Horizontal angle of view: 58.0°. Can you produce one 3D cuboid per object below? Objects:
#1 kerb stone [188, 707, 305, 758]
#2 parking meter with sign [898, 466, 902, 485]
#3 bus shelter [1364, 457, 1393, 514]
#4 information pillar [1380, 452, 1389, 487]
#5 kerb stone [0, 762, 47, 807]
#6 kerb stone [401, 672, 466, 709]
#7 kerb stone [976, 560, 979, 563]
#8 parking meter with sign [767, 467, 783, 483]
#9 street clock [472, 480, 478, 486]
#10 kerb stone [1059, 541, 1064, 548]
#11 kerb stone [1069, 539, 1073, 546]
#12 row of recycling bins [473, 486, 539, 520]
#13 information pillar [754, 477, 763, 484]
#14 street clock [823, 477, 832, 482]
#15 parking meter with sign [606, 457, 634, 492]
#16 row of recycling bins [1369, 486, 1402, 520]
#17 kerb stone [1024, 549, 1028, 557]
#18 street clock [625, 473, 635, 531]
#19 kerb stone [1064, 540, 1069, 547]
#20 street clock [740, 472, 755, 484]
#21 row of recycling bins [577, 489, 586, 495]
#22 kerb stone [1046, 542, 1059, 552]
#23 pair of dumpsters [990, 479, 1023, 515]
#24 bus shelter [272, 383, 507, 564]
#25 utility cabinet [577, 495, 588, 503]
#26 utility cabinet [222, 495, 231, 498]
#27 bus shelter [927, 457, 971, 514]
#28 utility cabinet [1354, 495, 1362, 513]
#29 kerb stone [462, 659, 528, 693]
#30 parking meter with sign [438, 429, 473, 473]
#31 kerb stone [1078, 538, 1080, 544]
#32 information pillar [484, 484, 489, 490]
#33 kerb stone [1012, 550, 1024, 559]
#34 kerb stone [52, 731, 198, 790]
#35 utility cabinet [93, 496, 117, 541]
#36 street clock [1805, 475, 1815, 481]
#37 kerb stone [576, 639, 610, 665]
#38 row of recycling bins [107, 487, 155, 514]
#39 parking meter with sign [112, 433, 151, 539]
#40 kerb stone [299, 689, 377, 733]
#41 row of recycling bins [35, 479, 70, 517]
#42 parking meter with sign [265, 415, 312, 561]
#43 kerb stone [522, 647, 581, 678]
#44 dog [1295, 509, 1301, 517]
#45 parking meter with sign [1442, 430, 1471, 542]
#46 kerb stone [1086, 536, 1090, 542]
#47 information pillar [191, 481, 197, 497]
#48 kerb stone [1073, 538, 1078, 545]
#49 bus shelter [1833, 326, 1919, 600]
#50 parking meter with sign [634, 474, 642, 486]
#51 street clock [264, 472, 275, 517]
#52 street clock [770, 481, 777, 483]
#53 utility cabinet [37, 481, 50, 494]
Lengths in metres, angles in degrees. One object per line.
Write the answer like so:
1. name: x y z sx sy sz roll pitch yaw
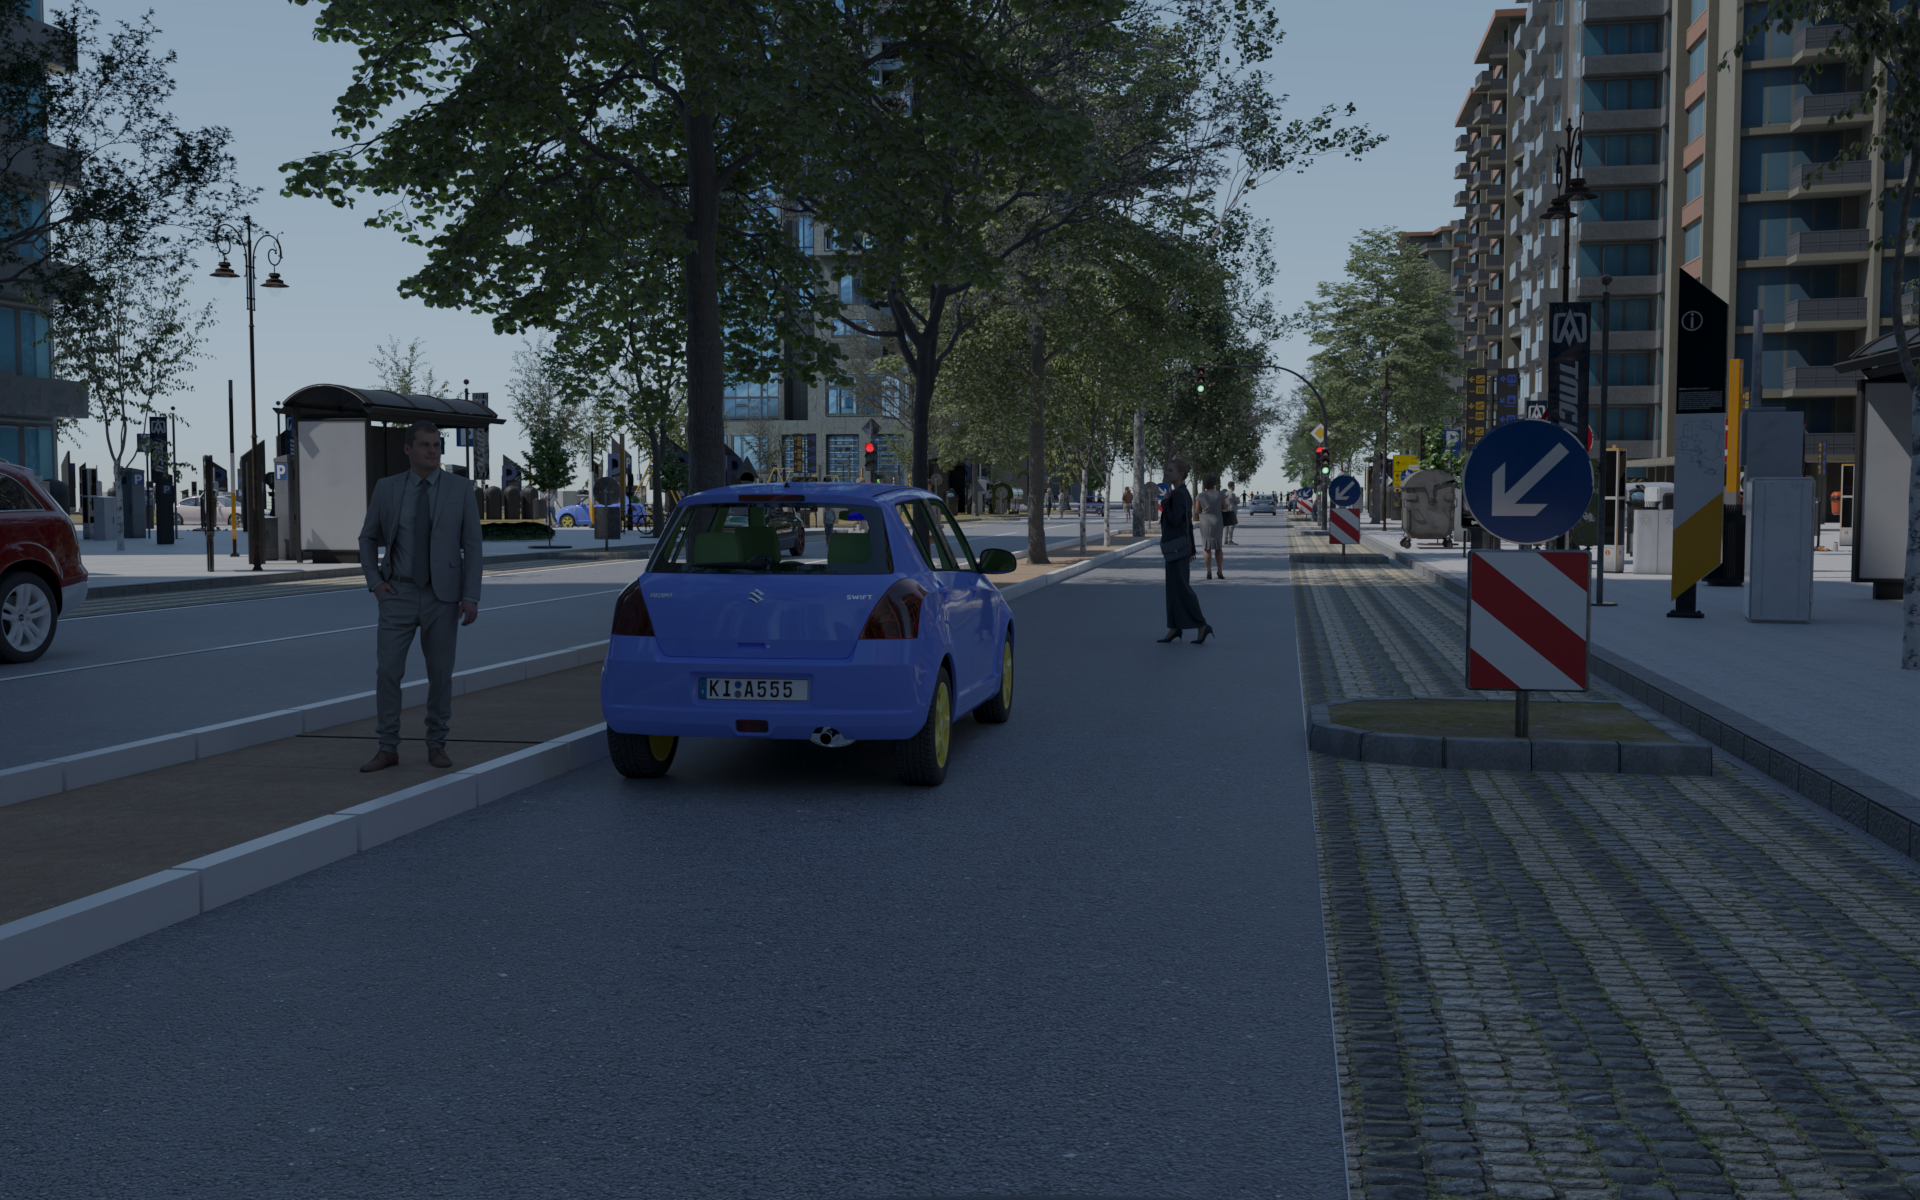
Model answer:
1. kerb stone: -4.060 0.759 9.816 0.120 0.150 1.000 1 4 11
2. parking meter with sign: -4.552 -6.849 108.246 1.738 3.016 0.543 1 4 12
3. bus shelter: 28.584 -7.778 118.460 1.731 3.624 6.357 1 4 11
4. information pillar: 23.181 -6.326 94.787 0.504 3.616 0.183 0 4 -2
5. kerb stone: -4.441 0.881 7.794 0.120 0.150 1.000 1 4 11
6. kerb stone: -3.682 0.633 11.839 0.120 0.150 1.000 1 4 11
7. kerb stone: 0.453 -0.724 34.055 0.120 0.150 1.000 1 4 11
8. parking meter with sign: -12.307 -7.178 113.614 0.543 3.016 1.738 -3 5 -42
9. street clock: -24.894 -5.149 88.760 0.358 2.002 0.471 0 4 5
10. kerb stone: 2.512 -1.402 45.133 0.120 0.150 1.000 1 4 11
11. kerb stone: 2.894 -1.526 47.148 0.120 0.150 1.000 1 4 11
12. row of recycling bins: -22.937 -4.886 86.994 3.534 1.692 1.069 -2 4 -26
13. information pillar: -8.534 -4.216 73.423 0.304 2.012 0.304 3 5 44
14. street clock: -5.558 -4.162 72.617 0.358 2.002 0.471 -2 4 -24
15. parking meter with sign: -16.393 -5.217 81.562 1.738 3.016 0.543 1 4 17
16. row of recycling bins: 22.546 -5.177 91.758 1.069 1.692 3.534 0 4 -1
17. kerb stone: 1.394 -1.033 39.089 0.120 0.150 1.000 1 4 11
18. street clock: -11.614 -3.447 60.927 0.358 2.002 0.471 -1 4 -21
19. kerb stone: 2.706 -1.464 46.137 0.120 0.150 1.000 1 4 11
20. street clock: -7.011 -3.215 57.129 0.471 2.002 0.358 0 4 -4
21. row of recycling bins: -33.137 -8.865 152.058 1.069 1.692 3.534 -1 4 -19
22. kerb stone: 2.334 -1.340 44.126 0.120 0.150 1.000 1 4 11
23. pair of dumpsters: 2.905 -6.493 108.646 1.574 2.255 4.437 1 4 10
24. bus shelter: -11.149 -2.478 34.443 2.014 3.302 5.546 1 4 10
25. utility cabinet: -25.153 -6.377 115.426 1.020 1.237 0.306 -1 4 -14
26. utility cabinet: -41.098 -5.304 97.882 0.306 1.237 1.020 3 5 43
27. bus shelter: -0.673 -7.258 109.949 1.731 3.624 6.357 1 4 10
28. utility cabinet: 26.195 -6.357 115.106 1.020 1.237 0.306 0 4 2
29. kerb stone: -3.498 0.576 12.845 0.120 0.150 1.000 1 4 11
30. parking meter with sign: -12.924 -2.956 44.599 0.543 3.016 1.738 -2 4 -33
31. kerb stone: 3.269 -1.649 49.165 0.120 0.150 1.000 1 4 11
32. information pillar: -35.314 -7.624 129.149 0.304 2.012 0.304 -2 4 -28
33. kerb stone: 1.212 -0.972 38.083 0.120 0.150 1.000 1 4 11
34. kerb stone: -4.254 0.821 8.812 0.120 0.150 1.000 1 4 11
35. utility cabinet: -23.747 -2.263 48.159 0.306 1.237 1.020 0 4 -8
36. street clock: 33.017 -3.846 67.460 0.471 2.002 0.358 -1 4 -16
37. kerb stone: -3.123 0.449 14.860 0.120 0.150 1.000 1 4 11
38. row of recycling bins: -50.187 -5.972 104.757 1.069 1.692 3.534 1 4 13
39. parking meter with sign: -24.045 -3.309 50.355 1.738 3.016 0.543 3 4 36
40. kerb stone: -3.870 0.697 10.826 0.120 0.150 1.000 1 4 11
41. row of recycling bins: -24.534 -2.335 45.295 1.069 1.692 3.534 0 4 2
42. parking meter with sign: -13.041 -2.301 33.890 0.543 3.016 1.738 2 4 27
43. kerb stone: -3.308 0.515 13.855 0.120 0.150 1.000 1 4 11
44. dog: 20.744 -5.319 106.247 0.540 0.507 0.406 2 4 30
45. parking meter with sign: 13.549 -3.059 46.272 0.543 3.016 1.738 -1 4 -15
46. kerb stone: 3.646 -1.772 51.174 0.120 0.150 1.000 1 4 11
47. information pillar: -43.914 -5.802 99.349 0.304 2.012 0.304 -2 4 -24
48. kerb stone: 3.081 -1.588 48.160 0.120 0.150 1.000 1 4 11
49. bus shelter: 11.200 -1.499 18.437 2.014 3.302 5.546 1 4 10
50. parking meter with sign: -27.939 -9.273 147.867 0.543 3.016 1.738 2 4 35
51. street clock: -22.221 -3.148 56.045 0.358 2.002 0.471 2 4 34
52. street clock: -10.223 -5.524 94.881 0.471 2.002 0.358 0 4 -2
53. utility cabinet: -14.848 -1.154 27.544 1.173 1.500 0.318 3 5 40
